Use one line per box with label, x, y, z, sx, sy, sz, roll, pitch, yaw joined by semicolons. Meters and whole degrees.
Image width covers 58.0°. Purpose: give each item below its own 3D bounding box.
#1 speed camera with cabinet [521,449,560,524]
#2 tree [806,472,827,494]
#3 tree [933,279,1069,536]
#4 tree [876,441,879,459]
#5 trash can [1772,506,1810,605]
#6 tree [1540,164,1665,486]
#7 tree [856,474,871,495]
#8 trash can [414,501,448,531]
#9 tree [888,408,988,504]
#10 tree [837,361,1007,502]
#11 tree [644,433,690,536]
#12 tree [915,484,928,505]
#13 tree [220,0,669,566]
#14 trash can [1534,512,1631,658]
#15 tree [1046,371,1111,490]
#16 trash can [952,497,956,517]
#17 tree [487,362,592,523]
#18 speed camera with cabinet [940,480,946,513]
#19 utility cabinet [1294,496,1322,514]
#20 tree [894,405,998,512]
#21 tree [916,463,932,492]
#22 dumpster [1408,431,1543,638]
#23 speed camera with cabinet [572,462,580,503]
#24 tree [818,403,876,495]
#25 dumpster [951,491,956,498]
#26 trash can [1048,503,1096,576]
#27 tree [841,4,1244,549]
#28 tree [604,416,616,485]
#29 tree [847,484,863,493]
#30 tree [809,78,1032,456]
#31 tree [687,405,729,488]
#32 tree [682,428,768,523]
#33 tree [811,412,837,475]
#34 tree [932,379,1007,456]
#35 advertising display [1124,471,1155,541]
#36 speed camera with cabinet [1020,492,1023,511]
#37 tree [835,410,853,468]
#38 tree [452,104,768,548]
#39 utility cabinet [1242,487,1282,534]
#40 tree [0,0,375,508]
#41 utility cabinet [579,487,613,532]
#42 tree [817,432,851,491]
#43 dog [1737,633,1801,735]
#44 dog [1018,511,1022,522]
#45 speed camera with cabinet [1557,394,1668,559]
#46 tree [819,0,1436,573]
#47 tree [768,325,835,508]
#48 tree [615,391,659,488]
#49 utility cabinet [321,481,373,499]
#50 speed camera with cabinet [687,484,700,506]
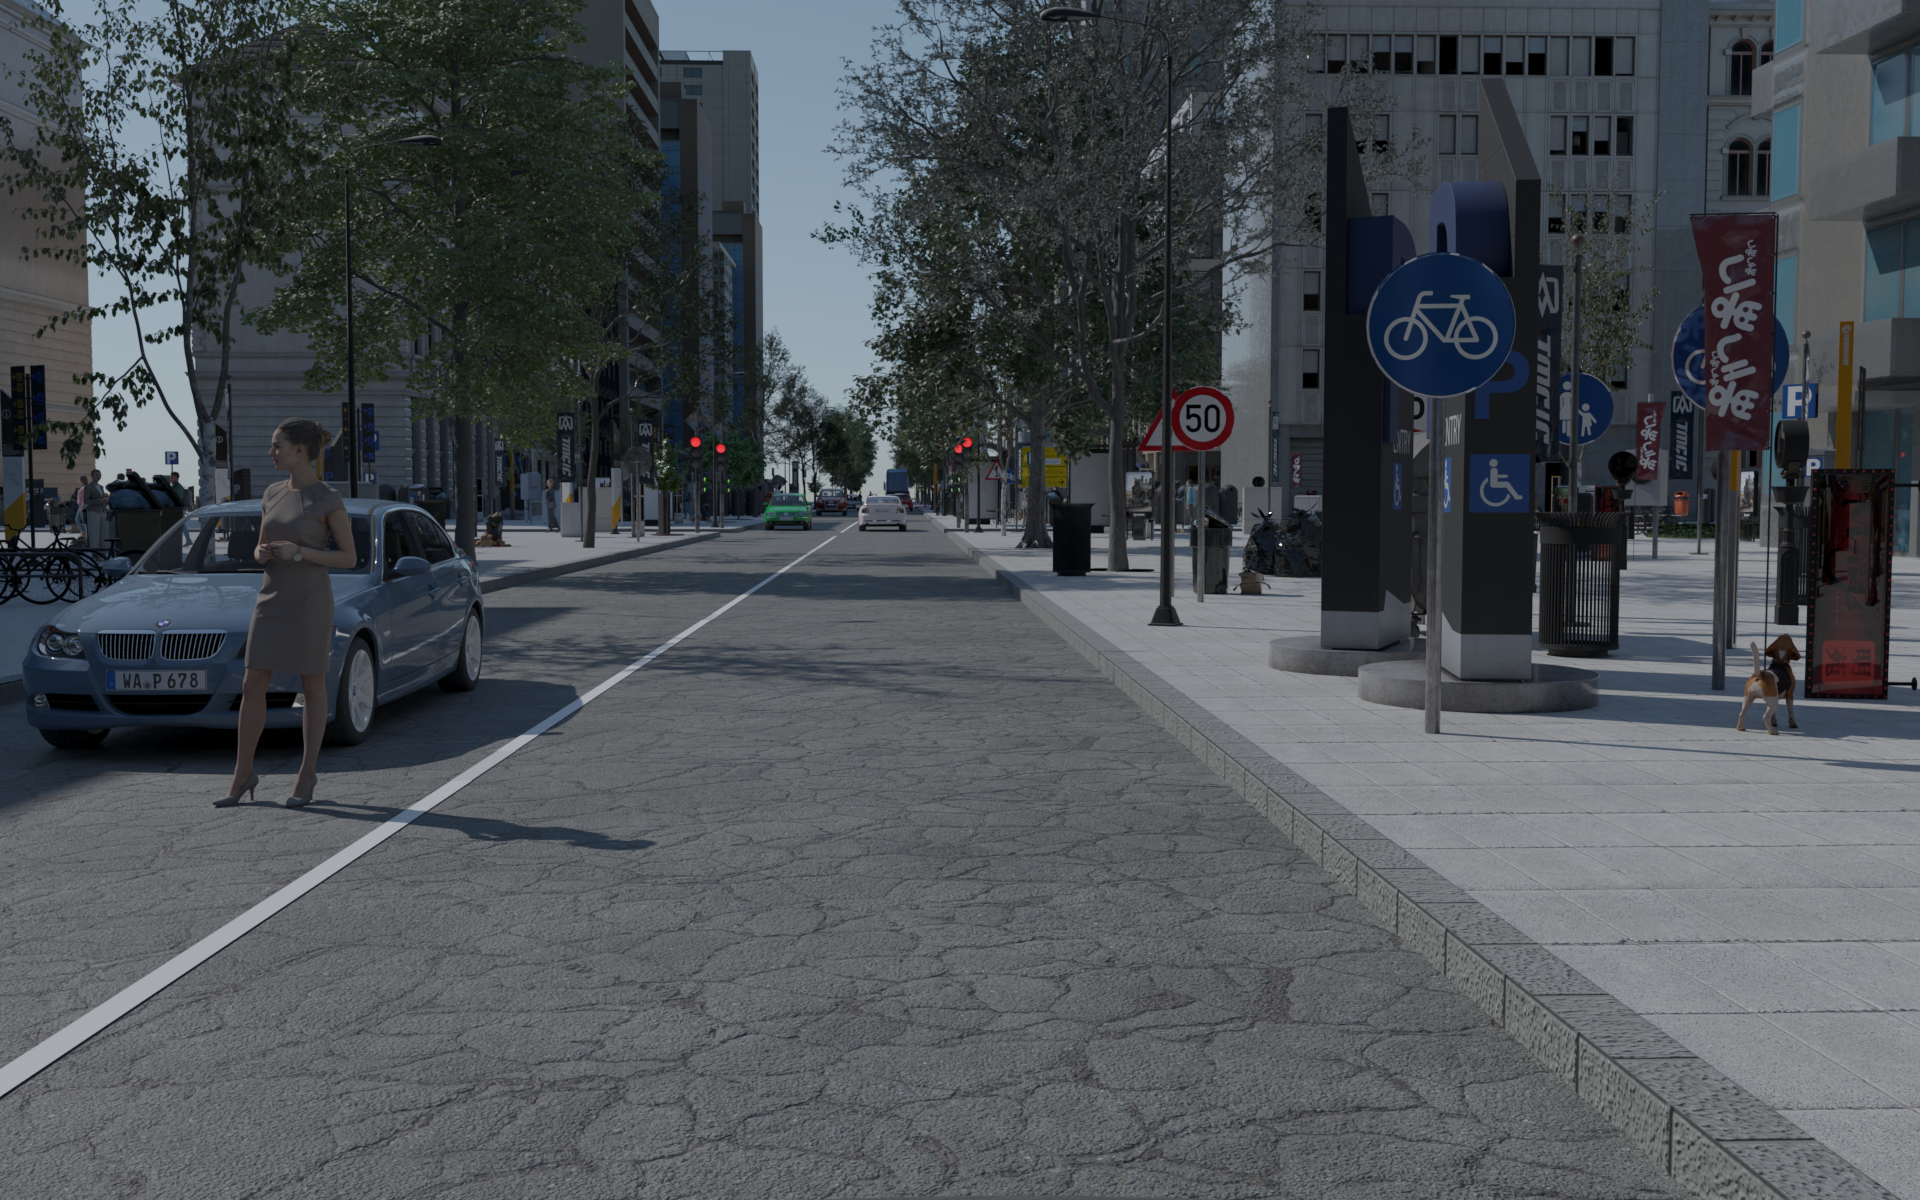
speed camera with cabinet;-17.856;-4.896;74.392;0.660;3.252;2.038;3;5;41
tree;-12.443;-9.362;147.672;1.663;3.219;1.824;0;3;0
tree;1.303;-6.277;52.985;4.360;8.622;3.978;0;3;0
tree;-4.969;-20.109;235.442;9.857;13.997;8.962;0;3;0
trash can;9.830;-0.518;20.119;0.748;1.137;0.748;0;3;0
tree;14.030;-5.451;39.480;4.360;8.622;3.978;0;3;0
tree;-17.294;-20.990;293.553;4.360;8.622;3.978;0;3;0
trash can;-11.672;-1.626;38.232;0.748;1.137;0.748;0;3;0
tree;-1.593;-15.301;156.820;9.857;13.997;8.962;0;3;0
tree;-0.725;-11.243;109.586;9.928;11.665;9.643;0;3;0
tree;-8.969;-3.606;53.567;1.663;3.219;1.824;0;3;0
tree;-4.585;-12.949;206.319;1.663;3.219;1.824;0;3;0
tree;-9.075;-6.902;30.982;7.486;12.596;7.792;0;3;0
trash can;4.924;-0.129;13.768;0.748;1.137;0.748;0;3;0
tree;7.021;-8.987;97.303;4.737;8.622;4.395;0;3;0
trash can;-0.147;-5.333;98.852;0.748;1.137;0.748;0;3;0
tree;-19.534;-7.802;77.927;4.737;8.622;4.395;0;3;0
speed camera with cabinet;-0.459;-7.473;116.521;0.660;3.252;2.038;-3;5;-41
utility cabinet;13.399;-3.397;66.695;1.020;1.237;0.306;2;4;34
tree;-0.769;-12.608;124.273;7.486;12.596;7.792;0;3;0
tree;-2.874;-14.373;185.356;4.360;8.622;3.978;0;3;0
dumpster;4.340;-0.597;15.527;1.264;1.857;1.865;0;4;-2
speed camera with cabinet;-23.652;-6.840;106.177;0.660;3.252;2.038;-1;4;-12
tree;-15.904;-20.454;241.077;9.857;13.997;8.962;0;3;0
dumpster;0.254;-6.007;100.711;1.502;2.255;1.985;0;4;-2
trash can;1.754;-0.949;27.165;0.748;1.137;0.748;0;3;0
tree;1.933;-7.575;40.857;9.611;12.733;9.660;0;3;0
tree;-21.119;-8.607;91.091;4.737;8.622;4.395;0;3;0
tree;-17.333;-18.394;284.457;4.285;4.588;4.351;0;3;0
tree;-0.254;-13.725;80.292;12.611;20.169;13.585;0;3;0
tree;-19.698;-11.401;136.762;4.360;8.622;3.978;0;3;0
tree;-11.092;-6.295;86.644;4.285;4.588;4.351;0;3;0
tree;-14.754;-17.645;214.256;9.928;11.665;9.643;0;3;0
tree;0.324;-8.937;96.480;4.737;8.622;4.395;0;3;0
advertising display;4.958;-2.606;47.821;0.974;1.923;0.123;3;5;43
speed camera with cabinet;3.836;-7.608;118.722;2.038;3.252;0.660;-2;4;-31
tree;-12.387;-12.274;135.094;7.601;10.594;8.767;0;4;7
tree;-8.515;-6.521;41.034;7.601;10.594;8.767;0;4;-7
utility cabinet;9.498;-2.802;54.488;1.173;1.500;0.318;0;4;0
tree;-7.862;-4.121;17.741;4.360;8.622;3.978;0;3;0
utility cabinet;-11.963;-2.969;57.221;1.173;1.500;0.318;0;4;6
tree;-13.978;-14.849;193.145;4.737;8.622;4.395;0;3;0
dog;4.400;0.453;9.417;0.406;0.507;0.540;0;4;4
dog;2.640;-3.793;78.847;0.540;0.507;0.406;2;4;26
speed camera with cabinet;12.975;-2.459;34.536;2.038;3.252;0.660;3;4;37
tree;2.475;-7.214;28.313;12.009;13.543;11.850;0;3;0
tree;-10.960;-9.841;95.314;7.601;10.594;8.767;0;4;-3
tree;-23.536;-10.619;123.979;4.737;8.622;4.395;0;3;0
utility cabinet;-10.926;-1.327;30.376;1.173;1.500;0.318;-2;4;-28
speed camera with cabinet;-17.779;-7.412;115.520;0.660;3.252;2.038;0;4;-2
